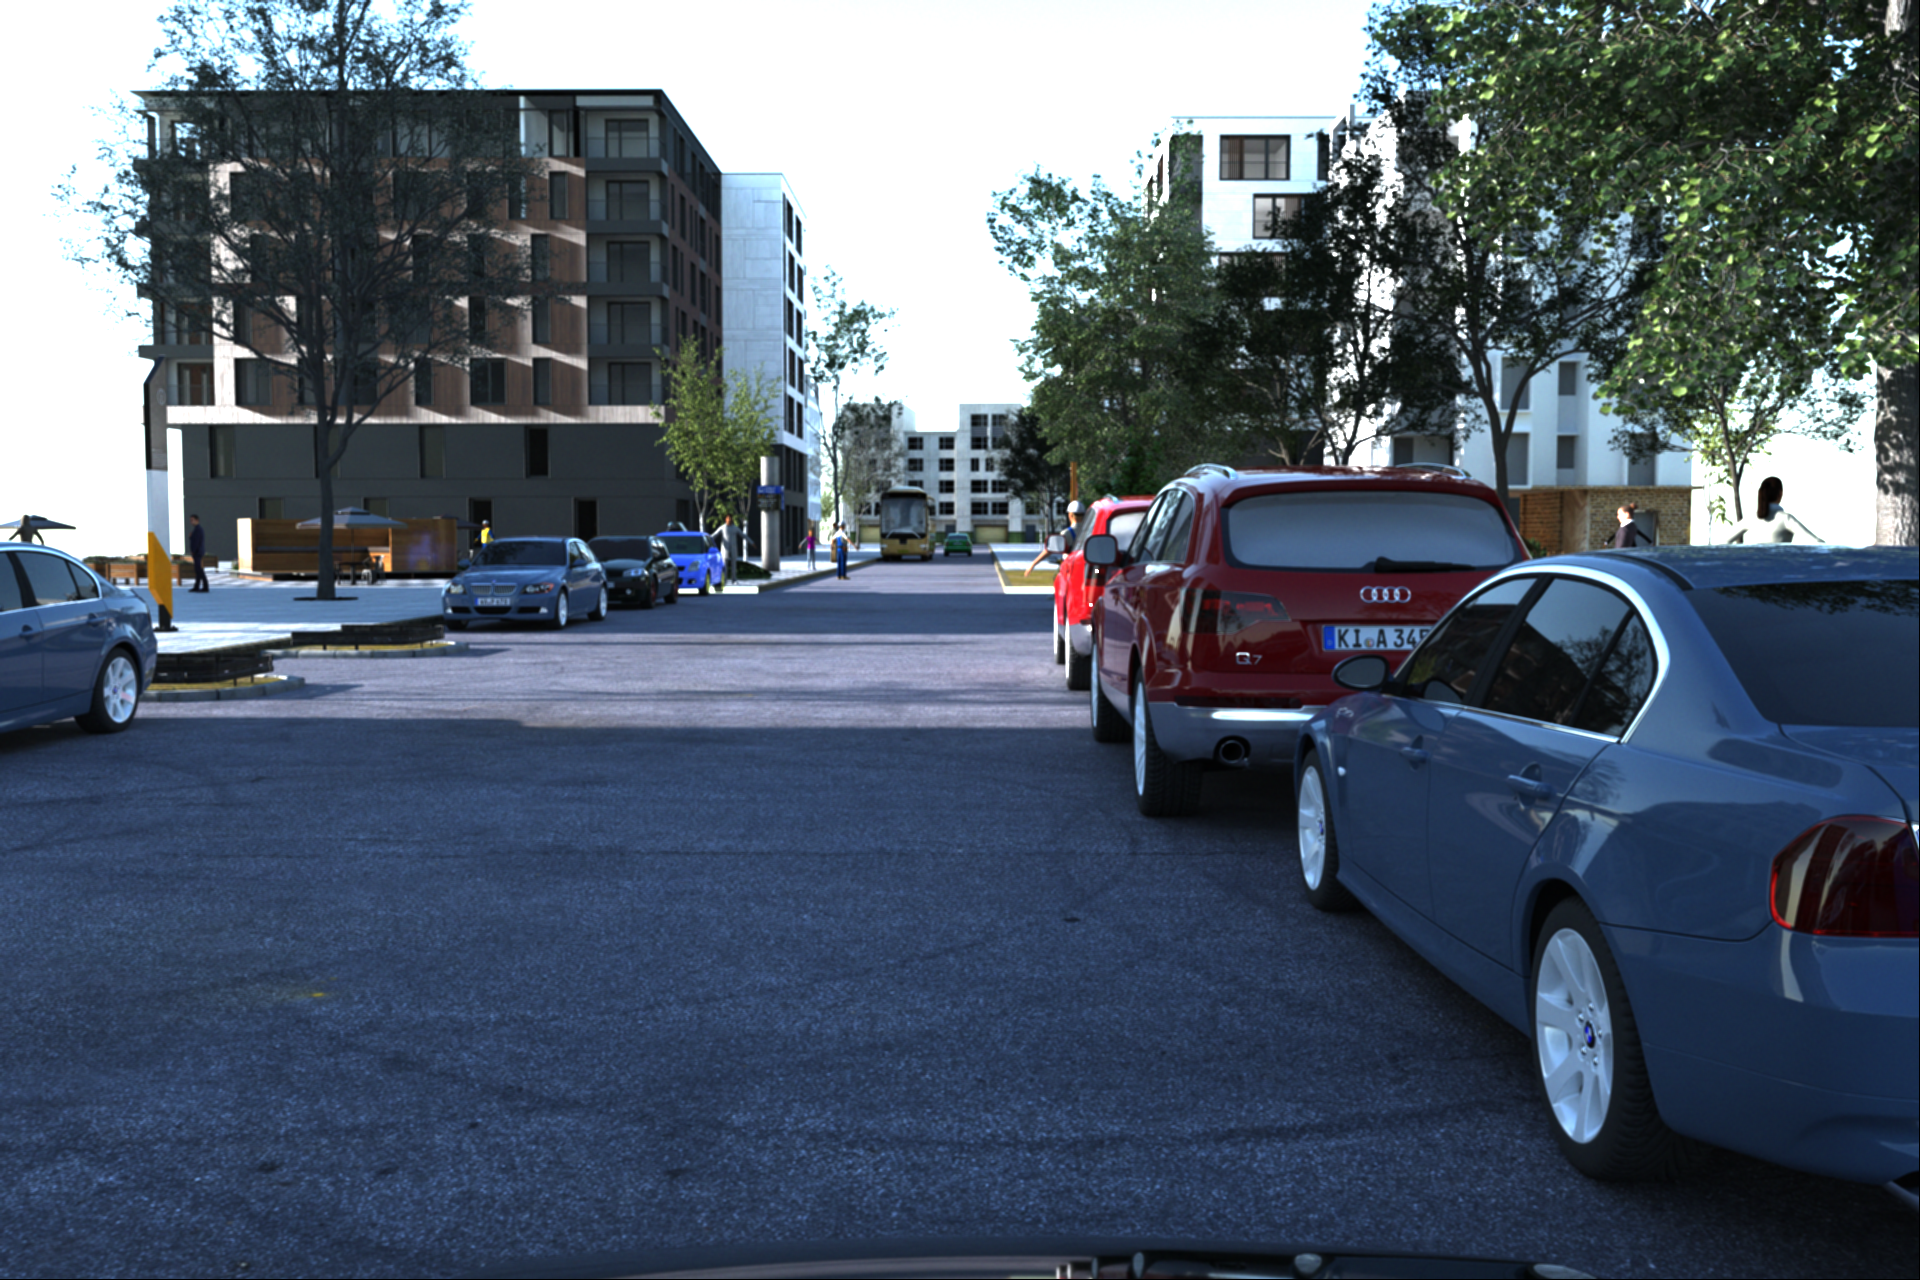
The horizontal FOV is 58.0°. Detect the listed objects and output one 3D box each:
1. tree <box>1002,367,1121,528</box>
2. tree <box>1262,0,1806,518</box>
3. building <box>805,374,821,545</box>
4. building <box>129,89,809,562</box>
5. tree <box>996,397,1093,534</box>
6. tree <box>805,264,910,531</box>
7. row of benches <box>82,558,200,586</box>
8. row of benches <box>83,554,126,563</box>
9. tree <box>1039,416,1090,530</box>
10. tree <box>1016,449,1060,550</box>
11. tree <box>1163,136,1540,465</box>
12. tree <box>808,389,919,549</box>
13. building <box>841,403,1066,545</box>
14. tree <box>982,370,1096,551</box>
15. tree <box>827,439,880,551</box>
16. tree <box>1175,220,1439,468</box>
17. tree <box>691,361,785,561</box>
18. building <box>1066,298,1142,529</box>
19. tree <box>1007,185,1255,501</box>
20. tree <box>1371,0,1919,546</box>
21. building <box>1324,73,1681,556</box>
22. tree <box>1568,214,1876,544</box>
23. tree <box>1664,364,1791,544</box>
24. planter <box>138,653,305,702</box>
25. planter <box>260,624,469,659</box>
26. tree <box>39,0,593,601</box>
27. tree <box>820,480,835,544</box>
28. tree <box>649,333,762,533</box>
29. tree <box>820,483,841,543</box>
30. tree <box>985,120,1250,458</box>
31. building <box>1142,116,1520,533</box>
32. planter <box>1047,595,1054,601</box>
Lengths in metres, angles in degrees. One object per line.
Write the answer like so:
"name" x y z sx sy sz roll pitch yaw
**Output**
"tree" 5.825 -9.916 96.540 7.601 10.594 8.767 0 4 3
"tree" 8.732 -5.680 27.282 8.767 10.594 7.601 1 4 20
"building" -22.620 -21.336 205.266 16.016 20.090 11.380 0 4 0
"building" -24.000 -15.431 96.265 27.936 21.610 32.646 0 4 1
"tree" 5.980 -11.088 115.696 7.601 10.594 8.767 1 4 14
"tree" -9.818 -16.421 124.371 12.611 20.169 13.585 0 3 0
"row of benches" -20.734 -1.714 43.484 4.104 0.672 1.422 2 4 24
"row of benches" -27.496 -2.254 52.310 4.104 0.672 1.422 -1 4 -13
"tree" 7.240 -9.546 106.437 4.360 8.622 3.978 0 3 0
"tree" 6.911 -11.777 142.922 4.360 8.622 3.978 0 3 0
"tree" 9.026 -6.528 41.142 8.767 10.594 7.601 -1 4 -12
"tree" -8.439 -14.357 145.105 12.009 13.543 11.850 0 3 0
"building" 0.435 -22.692 239.934 31.486 18.905 16.747 0 4 5
"tree" 6.532 -13.462 130.480 12.009 13.543 11.850 0 3 0
"tree" -8.756 -11.287 134.899 4.360 8.622 3.978 0 3 0
"tree" 10.028 -7.110 50.656 8.767 10.594 7.601 2 4 23
"tree" -9.318 -7.564 74.026 4.737 8.622 4.395 0 3 0
"building" 24.046 -19.703 166.116 27.936 21.610 32.646 0 4 1
"tree" 6.603 -9.708 65.379 9.857 13.997 8.962 0 3 0
"tree" 8.297 -6.615 14.813 9.857 13.997 8.962 0 3 0
"building" 21.763 -13.528 77.600 16.016 20.090 11.380 0 4 1
"tree" 21.547 -6.939 47.871 8.767 10.594 7.601 -1 4 -15
"tree" 25.038 -6.529 57.115 4.737 8.622 4.395 0 3 0
"planter" -7.130 0.331 15.729 1.991 0.319 1.994 0 4 1
"planter" -7.065 0.014 20.916 1.991 0.319 1.994 0 4 1
"tree" -12.177 -7.518 33.284 12.009 13.543 11.850 0 3 0
"tree" -18.672 -17.396 234.790 4.737 8.622 4.395 0 3 0
"tree" -9.370 -6.905 63.258 4.737 8.622 4.395 0 3 0
"tree" -18.374 -17.741 240.432 4.737 8.622 4.395 0 3 0
"tree" 7.906 -13.634 78.801 12.611 20.169 13.585 0 3 0
"building" 24.326 -15.742 101.356 27.936 21.610 32.646 0 4 0
"planter" 2.905 -1.026 37.917 1.991 0.319 1.994 0 4 1
